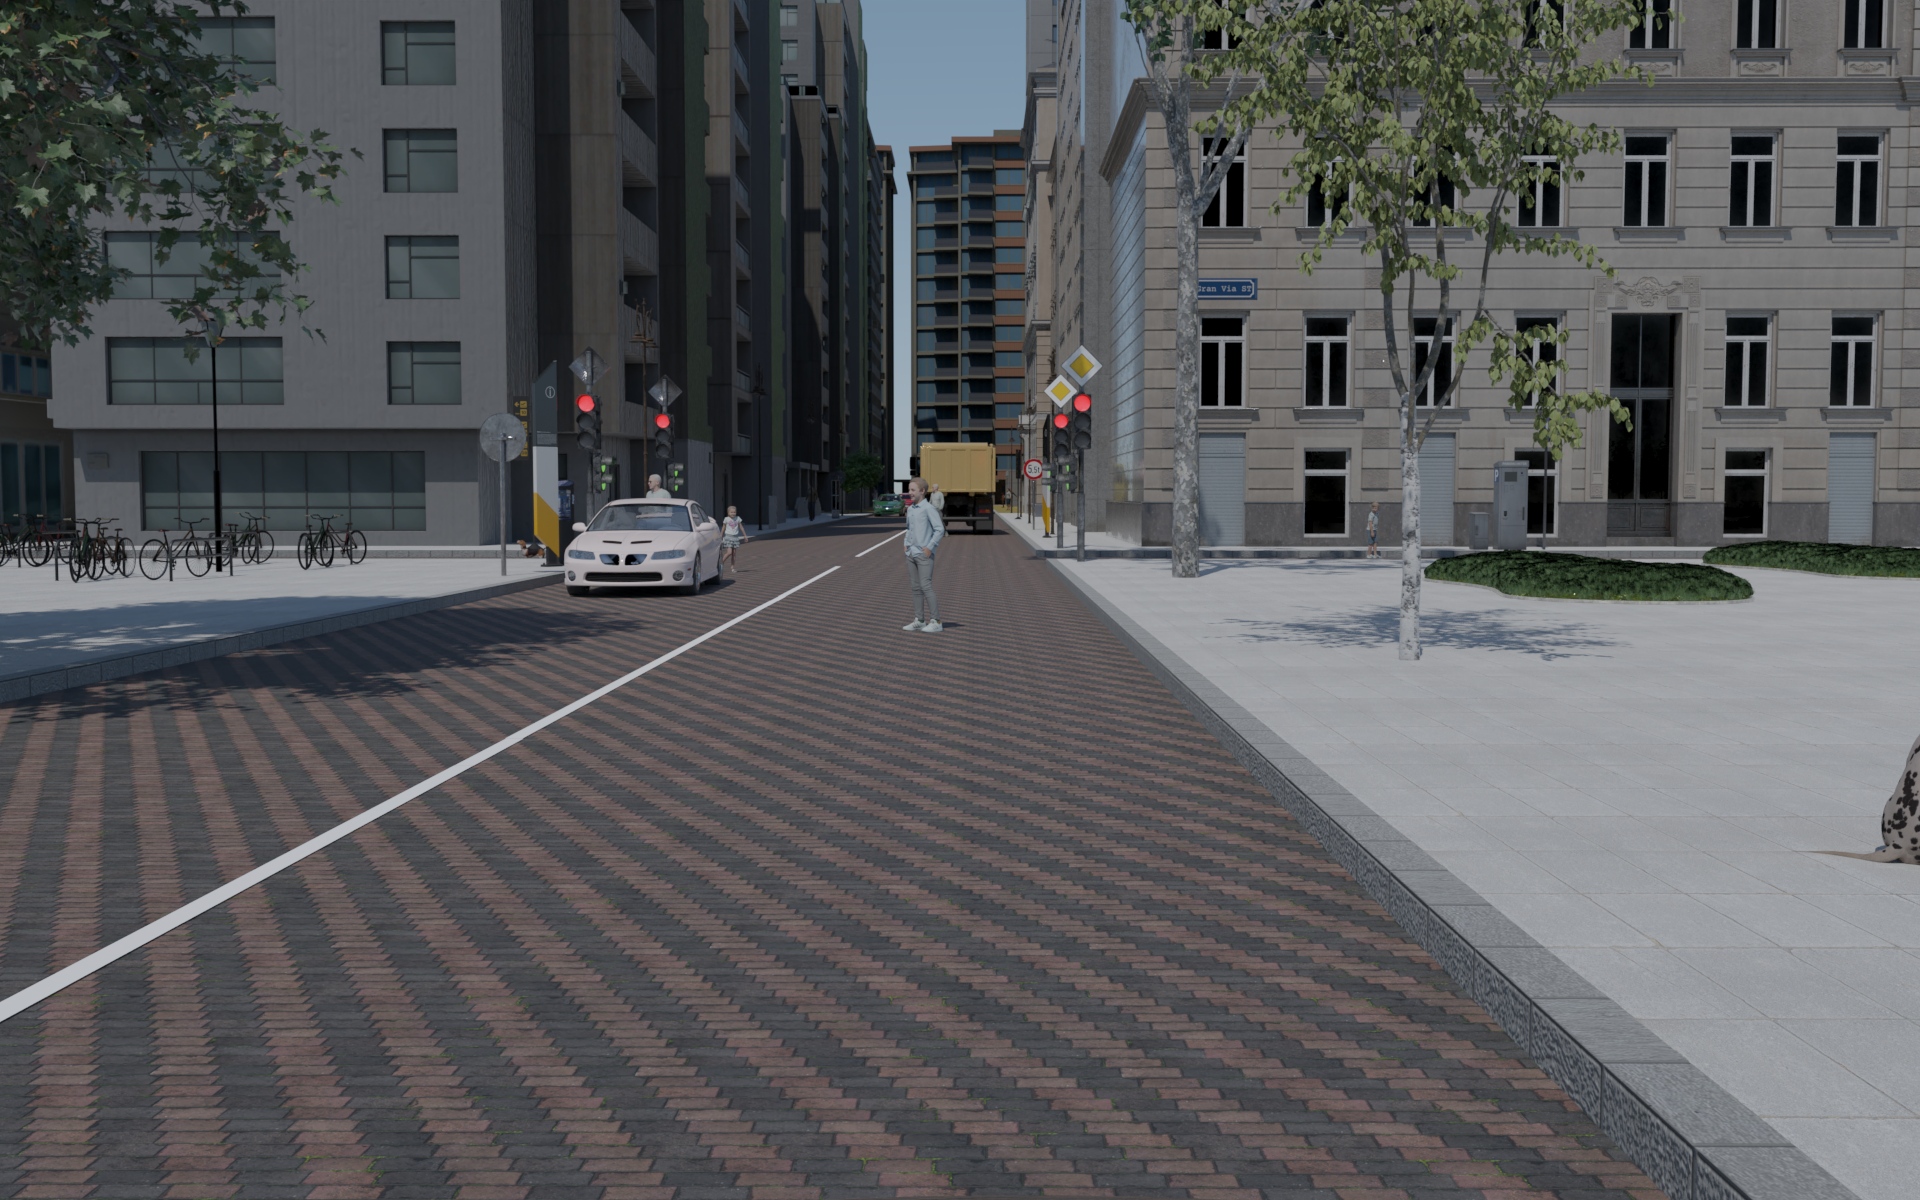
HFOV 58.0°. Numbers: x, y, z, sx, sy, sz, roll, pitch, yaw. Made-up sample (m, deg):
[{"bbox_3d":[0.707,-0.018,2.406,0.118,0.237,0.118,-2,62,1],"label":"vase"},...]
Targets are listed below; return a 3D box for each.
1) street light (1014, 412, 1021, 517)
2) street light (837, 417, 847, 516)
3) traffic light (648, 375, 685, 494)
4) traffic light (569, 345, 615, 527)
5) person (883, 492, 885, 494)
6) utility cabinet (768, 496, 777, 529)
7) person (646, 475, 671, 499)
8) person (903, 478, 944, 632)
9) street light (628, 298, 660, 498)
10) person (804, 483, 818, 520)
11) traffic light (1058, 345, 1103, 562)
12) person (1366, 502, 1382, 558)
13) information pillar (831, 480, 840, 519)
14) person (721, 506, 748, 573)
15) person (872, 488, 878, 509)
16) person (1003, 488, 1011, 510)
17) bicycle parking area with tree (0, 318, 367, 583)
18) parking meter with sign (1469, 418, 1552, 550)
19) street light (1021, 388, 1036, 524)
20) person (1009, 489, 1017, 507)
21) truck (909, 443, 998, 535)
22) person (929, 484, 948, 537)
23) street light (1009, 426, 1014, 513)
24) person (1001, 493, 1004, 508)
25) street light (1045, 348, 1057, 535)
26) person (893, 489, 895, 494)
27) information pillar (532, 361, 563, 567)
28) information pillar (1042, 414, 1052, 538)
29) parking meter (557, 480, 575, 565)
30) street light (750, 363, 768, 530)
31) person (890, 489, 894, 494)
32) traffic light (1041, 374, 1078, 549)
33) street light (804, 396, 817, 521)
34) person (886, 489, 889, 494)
[{"bbox_3d":[3.360,-7.494,95.316,0.468,5.910,1.993,0,4,0],"label":"street light"},{"bbox_3d":[-6.950,-7.904,102.025,0.468,5.910,1.993,0,4,0],"label":"street light"},{"bbox_3d":[-6.919,-3.172,40.785,0.839,4.253,0.868,0,4,0],"label":"traffic light"},{"bbox_3d":[-6.987,-2.684,32.800,0.839,4.253,0.868,0,4,0],"label":"traffic light"},{"bbox_3d":[-6.281,-8.161,142.669,0.628,1.438,0.799,-2,4,-34],"label":"person"},{"bbox_3d":[-6.853,-3.198,63.455,0.306,1.237,1.020,0,4,-5],"label":"utility cabinet"},{"bbox_3d":[-5.240,-1.277,29.859,0.782,1.767,0.515,2,4,30],"label":"person"},{"bbox_3d":[-0.419,-0.480,18.163,0.330,1.601,0.589,-2,4,-30],"label":"person"},{"bbox_3d":[-7.455,-4.174,41.034,0.468,5.910,1.993,0,4,0],"label":"street light"},{"bbox_3d":[-7.473,-4.950,86.883,0.656,1.842,0.836,-1,4,-11],"label":"person"},{"bbox_3d":[2.274,-2.680,32.738,0.839,4.253,0.868,0,4,0],"label":"traffic light"},{"bbox_3d":[9.227,-1.554,38.586,0.332,1.250,0.352,-1,4,-14],"label":"person"},{"bbox_3d":[-6.522,-5.278,90.795,0.304,2.012,0.304,2,4,35],"label":"information pillar"},{"bbox_3d":[-4.158,-1.114,31.729,0.505,1.210,0.382,-2,4,-27],"label":"person"},{"bbox_3d":[-6.674,-7.883,135.590,0.551,1.740,0.621,3,5,42],"label":"person"},{"bbox_3d":[3.740,-7.961,136.988,0.721,1.735,1.217,-2,4,-24],"label":"person"},{"bbox_3d":[-14.834,-2.536,28.468,8.231,4.147,9.016,1,4,18],"label":"bicycle parking area with tree"},{"bbox_3d":[12.650,-2.666,39.844,1.738,3.016,0.543,0,4,-2],"label":"parking meter with sign"},{"bbox_3d":[3.024,-6.263,75.190,0.468,5.910,1.993,0,4,0],"label":"street light"},{"bbox_3d":[5.012,-10.056,170.487,1.348,1.821,0.705,-1,4,-9],"label":"person"},{"bbox_3d":[-0.163,-4.175,64.178,3.469,3.379,9.791,0,4,-1],"label":"truck"},{"bbox_3d":[-0.807,-2.985,57.798,0.782,1.767,0.515,3,5,40],"label":"person"},{"bbox_3d":[3.446,-8.729,115.511,0.468,5.910,1.993,0,4,0],"label":"street light"},{"bbox_3d":[4.055,-9.420,163.327,0.557,1.426,1.065,1,4,17],"label":"person"},{"bbox_3d":[2.932,-5.012,54.732,0.468,5.910,1.993,0,4,0],"label":"street light"},{"bbox_3d":[-7.164,-10.984,185.710,0.705,1.814,1.350,-1,4,-22],"label":"person"},{"bbox_3d":[-7.265,-2.389,30.419,0.183,3.616,0.504,3,4,38],"label":"information pillar"},{"bbox_3d":[2.533,-3.635,50.780,0.183,3.616,0.504,-1,4,-15],"label":"information pillar"},{"bbox_3d":[-7.150,-1.398,31.267,0.372,1.533,0.369,0,3,0],"label":"parking meter"},{"bbox_3d":[-7.065,-5.402,61.104,0.468,5.910,1.993,0,4,0],"label":"street light"},{"bbox_3d":[-6.607,-9.870,167.432,0.705,1.821,1.348,-2,4,-25],"label":"person"},{"bbox_3d":[2.342,-3.168,40.722,0.839,4.253,0.868,0,4,0],"label":"traffic light"},{"bbox_3d":[-7.036,-6.668,81.816,0.468,5.910,1.993,0,4,0],"label":"street light"},{"bbox_3d":[-7.108,-9.943,169.281,0.621,1.740,0.551,0,4,-3],"label":"person"}]
